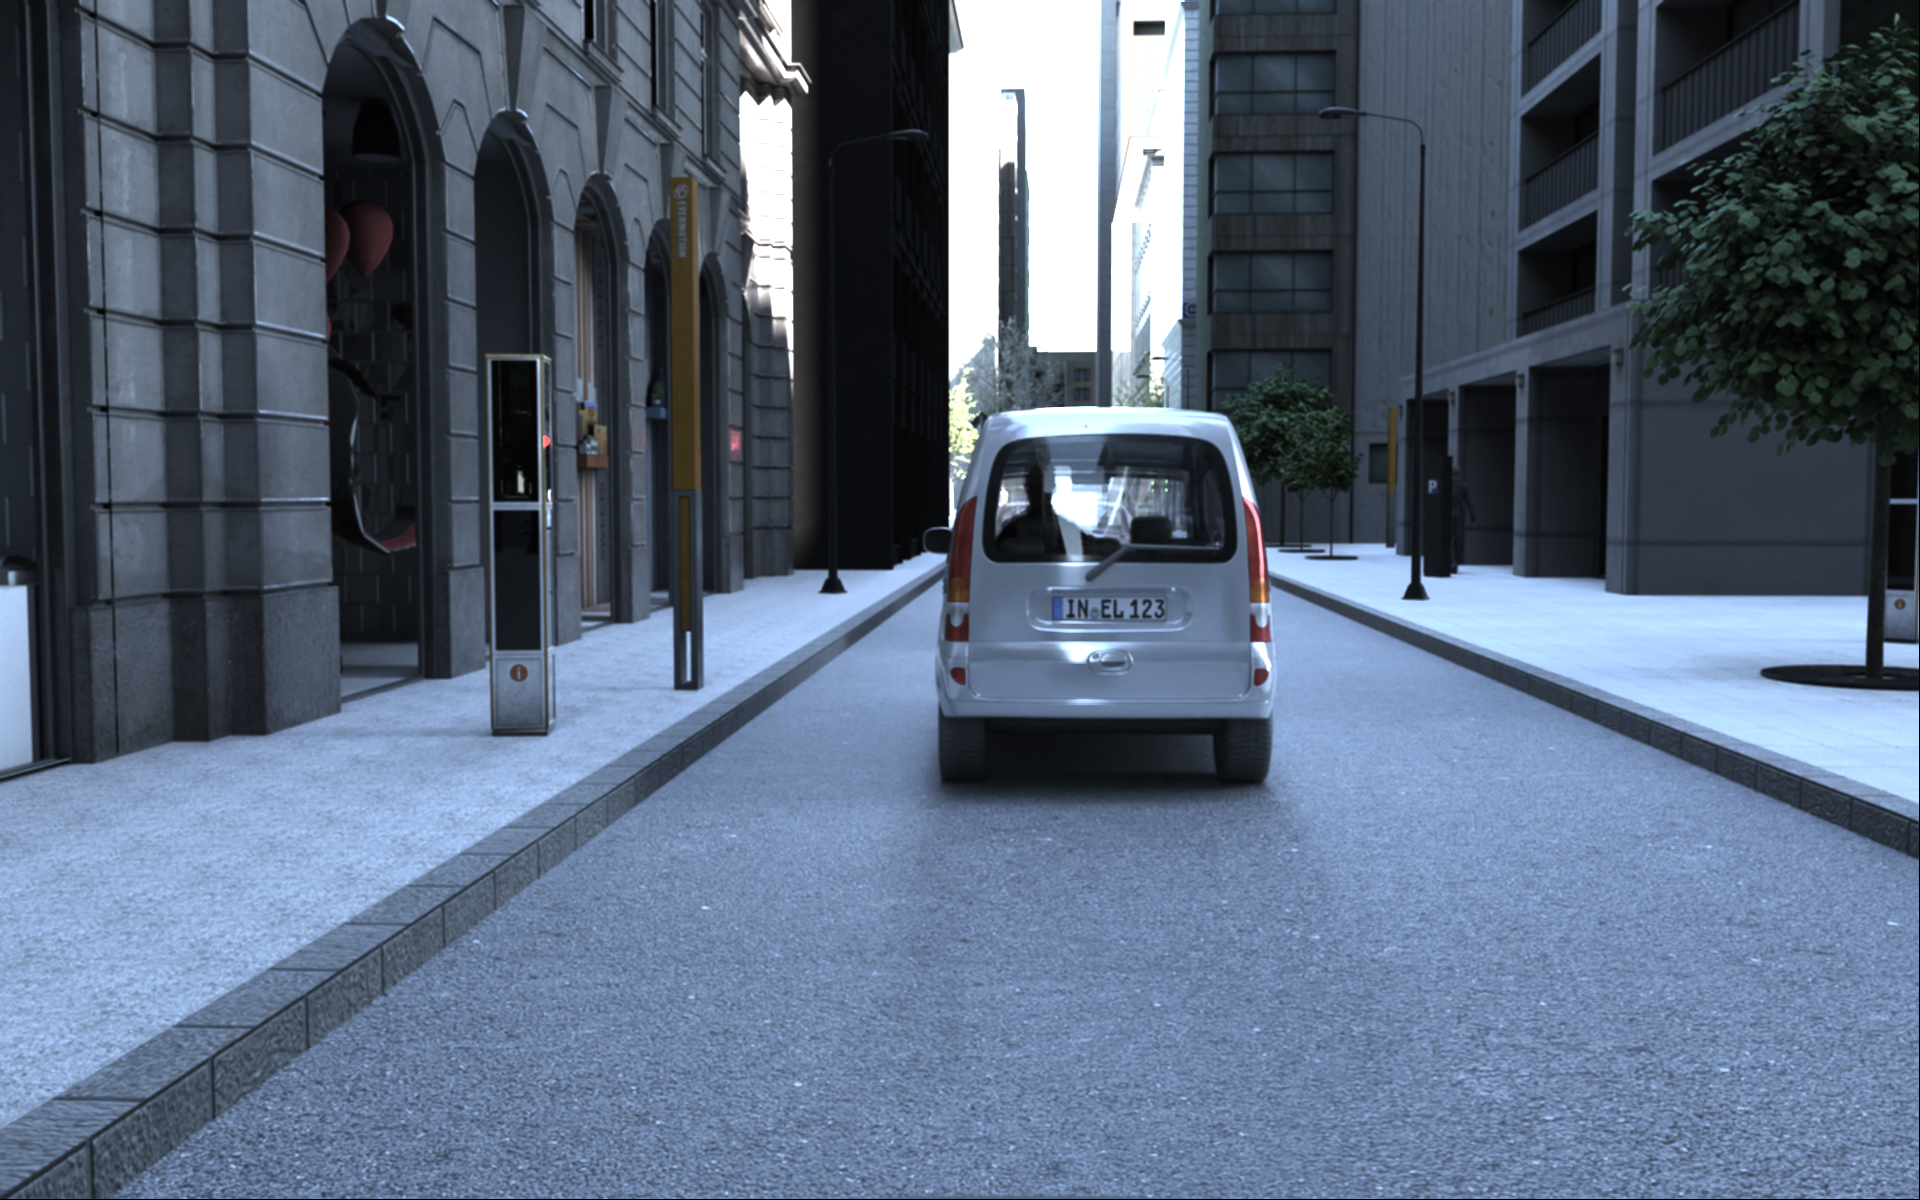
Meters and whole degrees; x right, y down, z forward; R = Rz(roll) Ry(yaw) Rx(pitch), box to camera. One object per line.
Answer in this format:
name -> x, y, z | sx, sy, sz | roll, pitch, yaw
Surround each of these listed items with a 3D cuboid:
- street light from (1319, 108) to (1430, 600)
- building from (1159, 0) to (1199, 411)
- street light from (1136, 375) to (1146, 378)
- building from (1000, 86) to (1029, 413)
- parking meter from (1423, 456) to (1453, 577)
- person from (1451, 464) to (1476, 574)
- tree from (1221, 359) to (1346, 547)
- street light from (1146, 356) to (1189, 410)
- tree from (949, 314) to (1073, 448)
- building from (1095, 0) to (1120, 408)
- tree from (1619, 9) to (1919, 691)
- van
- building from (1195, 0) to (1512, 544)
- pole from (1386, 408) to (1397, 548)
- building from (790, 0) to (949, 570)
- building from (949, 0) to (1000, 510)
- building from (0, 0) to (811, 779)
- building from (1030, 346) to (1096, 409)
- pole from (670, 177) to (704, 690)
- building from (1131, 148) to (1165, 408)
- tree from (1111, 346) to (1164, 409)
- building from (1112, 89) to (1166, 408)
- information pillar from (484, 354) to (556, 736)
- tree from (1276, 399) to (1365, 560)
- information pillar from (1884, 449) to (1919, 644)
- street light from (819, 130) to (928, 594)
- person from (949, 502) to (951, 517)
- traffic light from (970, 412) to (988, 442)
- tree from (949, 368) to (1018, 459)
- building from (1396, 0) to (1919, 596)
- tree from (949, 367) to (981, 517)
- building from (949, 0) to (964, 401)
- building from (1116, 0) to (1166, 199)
street light -> 5.014, -2.962, 20.969 | 1.470, 5.913, 1.316 | 0, 4, 3
building -> 23.431, -17.892, 70.030 | 29.804, 29.767, 11.434 | 0, 4, 3
street light -> 7.527, -5.805, 67.450 | 1.470, 5.913, 1.316 | 0, 4, 3
building -> -0.682, -29.733, 169.722 | 14.154, 41.232, 14.086 | 0, 4, 3
parking meter -> 7.391, -1.291, 26.812 | 0.255, 1.863, 0.399 | -2, 4, -30
person -> 8.006, -1.315, 27.971 | 0.576, 1.772, 0.534 | -2, 4, -29
tree -> 7.811, -3.585, 42.327 | 4.285, 4.588, 4.351 | 0, 3, 0
street light -> 7.144, -5.259, 58.533 | 1.470, 5.913, 1.316 | 0, 4, 3
tree -> 3.035, -12.769, 119.143 | 12.009, 13.543, 11.850 | 0, 3, 0
building -> 26.401, -40.364, 201.954 | 21.231, 58.520, 28.212 | 0, 4, 3
tree -> 6.351, -1.716, 11.767 | 4.285, 4.588, 4.351 | 0, 3, 0
van -> 0.761, -0.182, 9.981 | 2.013, 2.044, 4.112 | 0, 4, 2
building -> 13.868, -17.058, 50.606 | 14.160, 30.474, 14.107 | 0, 4, 3
pole -> 10.306, -2.907, 41.372 | 0.158, 3.312, 0.155 | 0, 3, 0
building -> -6.852, -12.667, 36.776 | 12.332, 23.373, 15.834 | 0, 4, 3
building -> -4.626, -43.618, 151.407 | 20.563, 71.187, 20.611 | 0, 4, 3
building -> -9.151, -10.649, 15.904 | 13.314, 21.916, 24.055 | 0, 4, 3
building -> 8.899, -24.107, 239.191 | 28.899, 21.520, 27.650 | 0, 4, 3
pole -> -1.785, -1.068, 11.307 | 0.158, 3.312, 0.155 | 0, 3, 0
building -> 14.866, -15.182, 97.380 | 9.793, 20.994, 18.267 | 0, 4, 3
tree -> 9.553, -8.170, 83.941 | 4.737, 8.622, 4.395 | 0, 3, 0
building -> 21.004, -19.497, 123.289 | 19.350, 26.468, 34.151 | 0, 4, 3
information pillar -> -2.345, -0.291, 9.255 | 0.304, 2.012, 0.304 | 0, 4, -5
tree -> 7.435, -2.423, 34.224 | 1.663, 3.219, 1.824 | 0, 3, 0
information pillar -> 8.193, -0.638, 14.925 | 0.304, 2.012, 0.304 | -3, 4, -36
street light -> -1.109, -3.042, 22.282 | 1.470, 5.913, 1.316 | 0, 4, 3
person -> -0.627, -3.833, 69.275 | 0.524, 1.755, 0.480 | 1, 4, 11
traffic light -> 0.754, -4.279, 58.882 | 0.839, 4.253, 0.868 | 0, 4, 3
tree -> 1.454, -9.210, 100.946 | 4.360, 8.622, 3.978 | 0, 3, 0
building -> 18.867, -35.809, 23.737 | 20.563, 71.187, 20.611 | 0, 4, 3
tree -> -0.497, -8.820, 94.576 | 4.737, 8.622, 4.395 | 0, 3, 0
building -> -9.775, -11.575, 53.875 | 19.286, 19.102, 10.561 | 0, 4, 3
building -> 20.673, -30.604, 150.485 | 14.600, 45.320, 14.200 | 0, 4, 3
